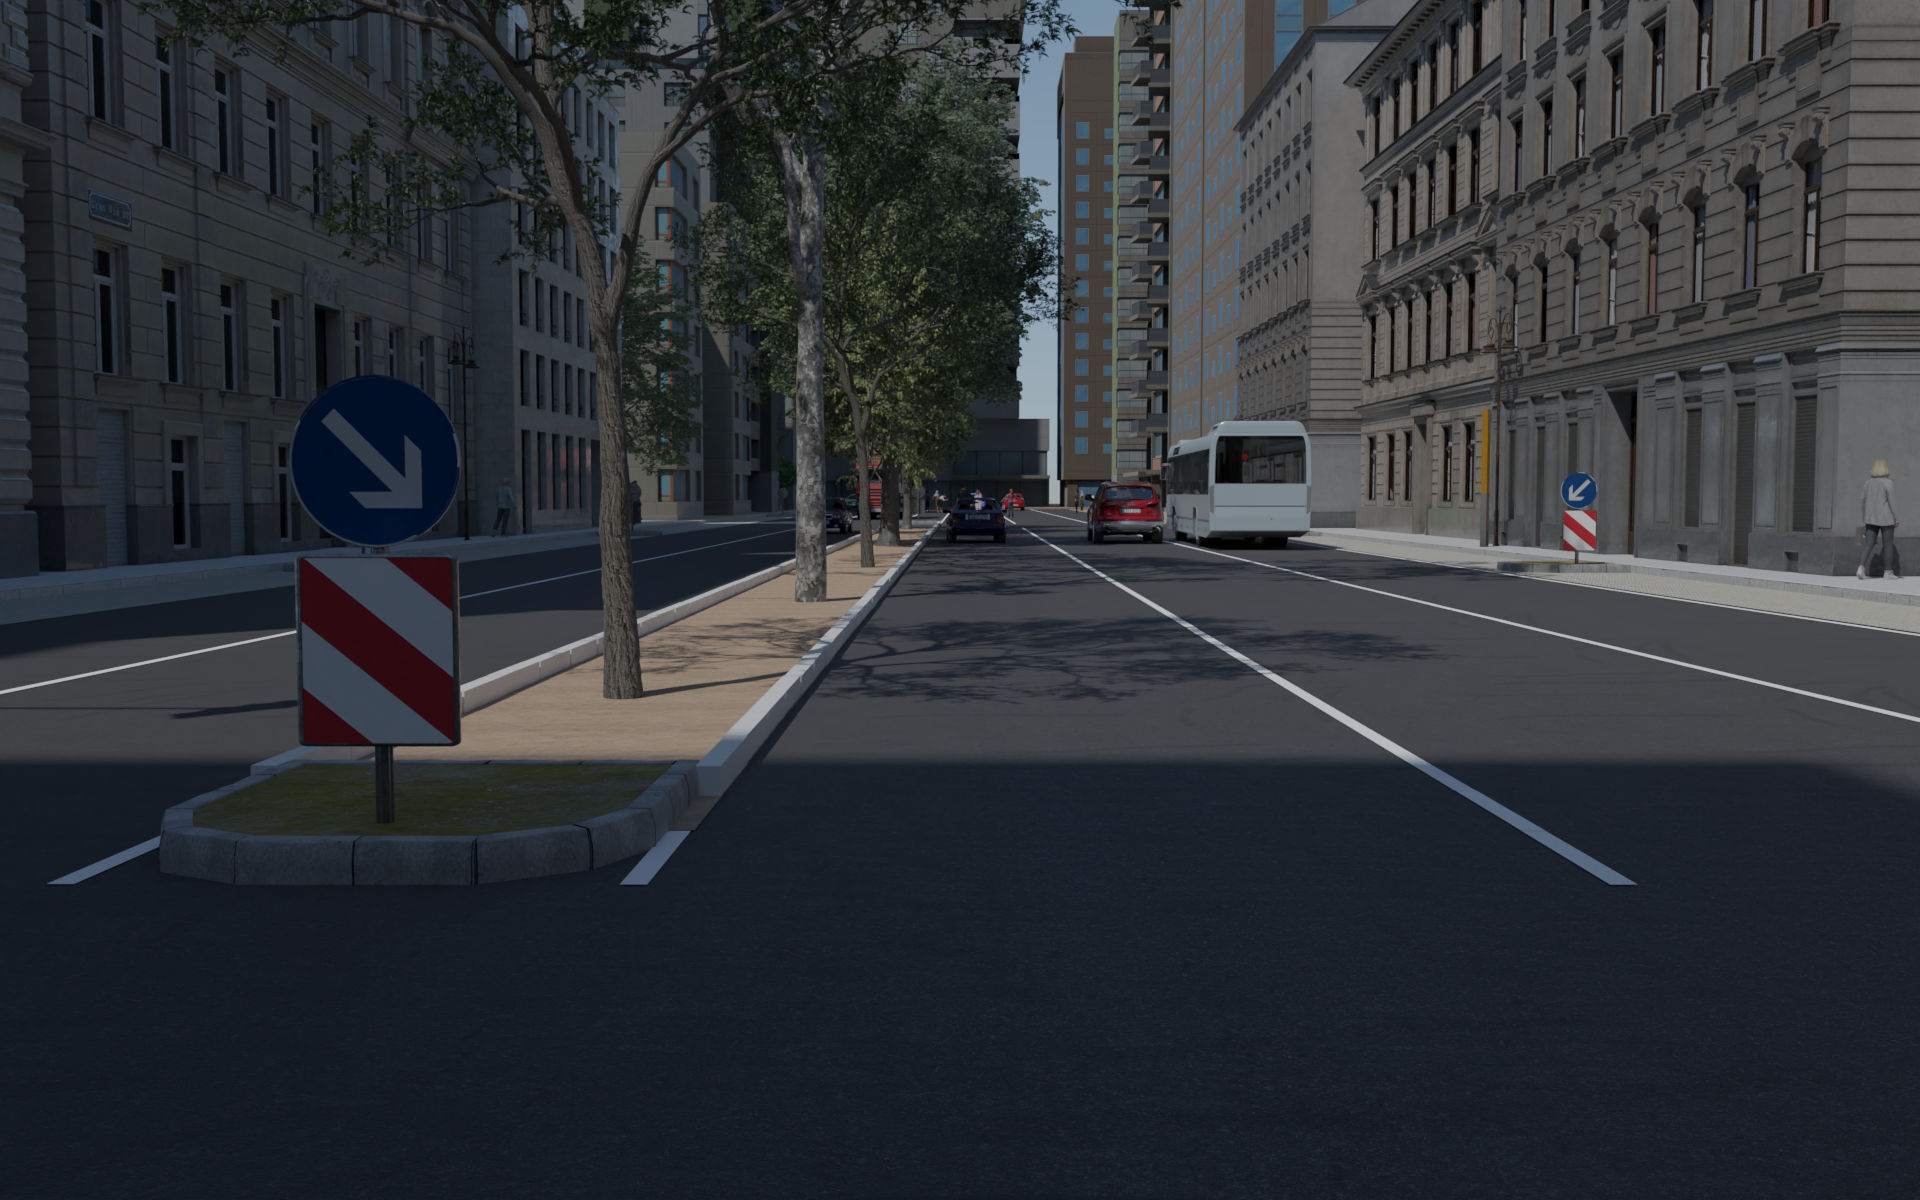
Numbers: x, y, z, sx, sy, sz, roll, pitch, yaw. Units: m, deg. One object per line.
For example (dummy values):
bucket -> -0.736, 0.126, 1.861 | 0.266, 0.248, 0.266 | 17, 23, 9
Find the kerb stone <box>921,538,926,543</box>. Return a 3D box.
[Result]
kerb stone -> -1.079, -1.558, 47.669 | 0.120, 0.150, 1.000 | 0, 4, 0

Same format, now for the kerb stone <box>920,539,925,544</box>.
kerb stone -> -1.081, -1.496, 46.647 | 0.120, 0.150, 1.000 | 0, 4, 0

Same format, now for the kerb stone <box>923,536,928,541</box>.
kerb stone -> -1.075, -1.683, 49.718 | 0.120, 0.150, 1.000 | 0, 4, 0

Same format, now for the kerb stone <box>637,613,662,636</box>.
kerb stone -> -3.262, 0.268, 17.916 | 0.120, 0.150, 1.000 | 0, 4, 0

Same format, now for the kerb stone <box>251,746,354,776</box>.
kerb stone -> -3.289, 0.826, 8.685 | 0.120, 0.150, 1.000 | 0, 4, 0

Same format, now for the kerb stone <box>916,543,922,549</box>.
kerb stone -> -1.080, -1.244, 42.536 | 0.120, 0.150, 1.000 | 0, 4, 0

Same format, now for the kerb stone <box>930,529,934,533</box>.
kerb stone -> -1.042, -2.248, 58.949 | 0.120, 0.150, 1.000 | 0, 4, 0

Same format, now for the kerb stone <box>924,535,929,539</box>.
kerb stone -> -1.063, -1.746, 50.750 | 0.120, 0.150, 1.000 | 0, 4, 0

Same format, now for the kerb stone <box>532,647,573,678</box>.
kerb stone -> -3.283, 0.515, 13.811 | 0.120, 0.150, 1.000 | 0, 4, 0

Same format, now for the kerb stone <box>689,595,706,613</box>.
kerb stone -> -3.252, 0.077, 21.005 | 0.120, 0.150, 1.000 | 0, 4, 0

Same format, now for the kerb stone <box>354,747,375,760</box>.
kerb stone -> -3.293, 0.767, 9.712 | 0.120, 0.150, 1.000 | 0, 4, 0

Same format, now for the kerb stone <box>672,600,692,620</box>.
kerb stone -> -3.256, 0.136, 19.974 | 0.120, 0.150, 1.000 | 0, 4, 0

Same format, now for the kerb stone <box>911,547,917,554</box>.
kerb stone -> -1.104, -1.053, 39.462 | 0.120, 0.150, 1.000 | 0, 4, 0

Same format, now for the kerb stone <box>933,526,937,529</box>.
kerb stone -> -1.024, -2.557, 64.077 | 0.120, 0.150, 1.000 | 0, 4, 0

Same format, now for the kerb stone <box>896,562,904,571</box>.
kerb stone -> -1.129, -0.554, 31.256 | 0.120, 0.150, 1.000 | 0, 4, 0

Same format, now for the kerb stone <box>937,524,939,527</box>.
kerb stone -> -1.011, -2.812, 68.175 | 0.120, 0.150, 1.000 | 0, 4, 0

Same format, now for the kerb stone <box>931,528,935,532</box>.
kerb stone -> -1.029, -2.310, 59.971 | 0.120, 0.150, 1.000 | 0, 4, 0

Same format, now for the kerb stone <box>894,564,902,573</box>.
kerb stone -> -1.127, -0.490, 30.227 | 0.120, 0.150, 1.000 | 0, 4, 0

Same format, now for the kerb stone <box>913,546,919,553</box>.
kerb stone -> -1.102, -1.119, 40.485 | 0.120, 0.150, 1.000 | 0, 4, 0

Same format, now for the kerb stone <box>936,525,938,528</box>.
kerb stone -> -1.017, -2.687, 66.127 | 0.120, 0.150, 1.000 | 0, 4, 0

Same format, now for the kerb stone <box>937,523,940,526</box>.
kerb stone -> -0.999, -2.938, 70.229 | 0.120, 0.150, 1.000 | 0, 4, 0

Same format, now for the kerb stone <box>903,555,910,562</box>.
kerb stone -> -1.115, -0.740, 34.327 | 0.120, 0.150, 1.000 | 0, 4, 0

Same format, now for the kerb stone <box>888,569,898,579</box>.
kerb stone -> -1.130, -0.363, 28.166 | 0.120, 0.150, 1.000 | 0, 4, 0

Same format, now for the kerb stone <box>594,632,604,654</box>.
kerb stone -> -3.265, 0.388, 15.865 | 0.120, 0.150, 1.000 | 0, 4, 0

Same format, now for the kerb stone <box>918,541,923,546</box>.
kerb stone -> -1.086, -1.369, 44.595 | 0.120, 0.150, 1.000 | 0, 4, 0

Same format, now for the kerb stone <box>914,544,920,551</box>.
kerb stone -> -1.093, -1.181, 41.507 | 0.120, 0.150, 1.000 | 0, 4, 0

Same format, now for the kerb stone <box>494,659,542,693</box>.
kerb stone -> -3.285, 0.576, 12.781 | 0.120, 0.150, 1.000 | 0, 4, 0

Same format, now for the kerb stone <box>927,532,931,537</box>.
kerb stone -> -1.060, -1.935, 53.830 | 0.120, 0.150, 1.000 | 0, 4, 0

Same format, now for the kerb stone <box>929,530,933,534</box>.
kerb stone -> -1.038, -2.123, 56.903 | 0.120, 0.150, 1.000 | 0, 4, 0

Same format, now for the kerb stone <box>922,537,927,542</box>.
kerb stone -> -1.069, -1.621, 48.692 | 0.120, 0.150, 1.000 | 0, 4, 0

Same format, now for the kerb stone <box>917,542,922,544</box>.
kerb stone -> -1.088, -1.304, 43.566 | 0.120, 0.150, 1.000 | 0, 4, 0

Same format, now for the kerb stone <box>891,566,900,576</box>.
kerb stone -> -1.136, -0.428, 29.197 | 0.120, 0.150, 1.000 | 0, 4, 0

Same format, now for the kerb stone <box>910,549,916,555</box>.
kerb stone -> -1.098, -0.991, 38.436 | 0.120, 0.150, 1.000 | 0, 4, 0

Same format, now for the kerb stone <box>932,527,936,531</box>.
kerb stone -> -1.036, -2.435, 62.023 | 0.120, 0.150, 1.000 | 0, 4, 0

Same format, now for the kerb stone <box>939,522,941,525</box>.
kerb stone -> -0.997, -3.126, 73.299 | 0.120, 0.150, 1.000 | 0, 4, 0

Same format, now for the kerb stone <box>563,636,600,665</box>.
kerb stone -> -3.275, 0.450, 14.835 | 0.120, 0.150, 1.000 | 0, 4, 0

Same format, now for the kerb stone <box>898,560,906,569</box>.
kerb stone -> -1.124, -0.612, 32.279 | 0.120, 0.150, 1.000 | 0, 4, 0

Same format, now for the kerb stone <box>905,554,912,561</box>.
kerb stone -> -1.111, -0.805, 35.359 | 0.120, 0.150, 1.000 | 0, 4, 0

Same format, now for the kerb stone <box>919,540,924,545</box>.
kerb stone -> -1.079, -1.433, 45.617 | 0.120, 0.150, 1.000 | 0, 4, 0

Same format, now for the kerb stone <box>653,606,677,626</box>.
kerb stone -> -3.264, 0.201, 18.943 | 0.120, 0.150, 1.000 | 0, 4, 0

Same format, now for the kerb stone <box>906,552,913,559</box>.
kerb stone -> -1.110, -0.868, 36.386 | 0.120, 0.150, 1.000 | 0, 4, 0

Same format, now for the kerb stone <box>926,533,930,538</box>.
kerb stone -> -1.054, -1.872, 52.799 | 0.120, 0.150, 1.000 | 0, 4, 0

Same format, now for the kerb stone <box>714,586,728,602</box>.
kerb stone -> -3.251, -0.051, 23.051 | 0.120, 0.150, 1.000 | 0, 4, 0

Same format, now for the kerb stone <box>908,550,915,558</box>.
kerb stone -> -1.105, -0.929, 37.408 | 0.120, 0.150, 1.000 | 0, 4, 0

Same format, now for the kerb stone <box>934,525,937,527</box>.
kerb stone -> -1.024, -2.624, 65.103 | 0.120, 0.150, 1.000 | 0, 4, 0

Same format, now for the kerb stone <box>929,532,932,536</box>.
kerb stone -> -1.048, -1.996, 54.853 | 0.120, 0.150, 1.000 | 0, 4, 0

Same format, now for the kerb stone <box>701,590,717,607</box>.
kerb stone -> -3.251, 0.013, 22.029 | 0.120, 0.150, 1.000 | 0, 4, 0

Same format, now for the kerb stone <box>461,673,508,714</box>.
kerb stone -> -3.281, 0.638, 11.759 | 0.120, 0.150, 1.000 | 0, 4, 0

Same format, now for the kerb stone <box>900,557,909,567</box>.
kerb stone -> -1.113, -0.679, 33.301 | 0.120, 0.150, 1.000 | 0, 4, 0
